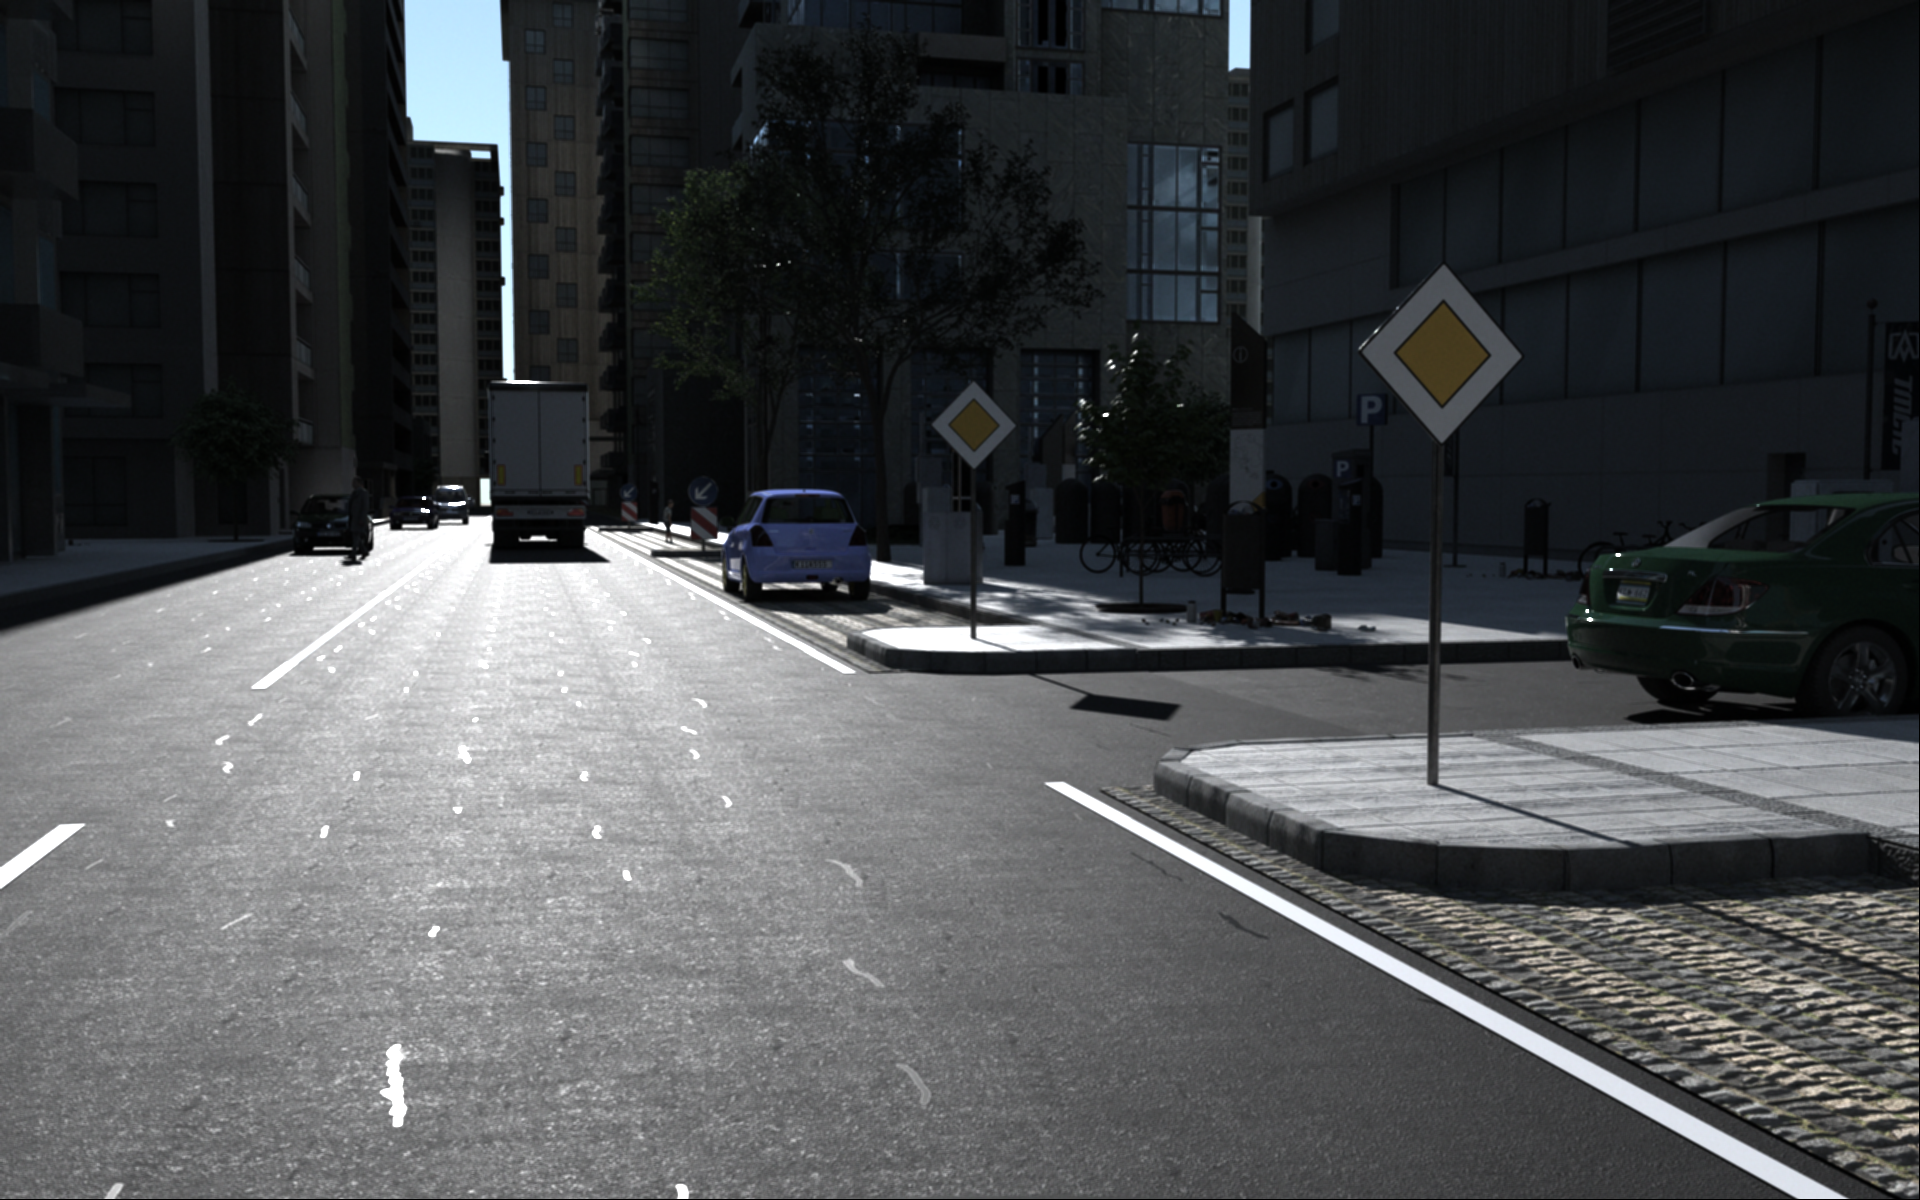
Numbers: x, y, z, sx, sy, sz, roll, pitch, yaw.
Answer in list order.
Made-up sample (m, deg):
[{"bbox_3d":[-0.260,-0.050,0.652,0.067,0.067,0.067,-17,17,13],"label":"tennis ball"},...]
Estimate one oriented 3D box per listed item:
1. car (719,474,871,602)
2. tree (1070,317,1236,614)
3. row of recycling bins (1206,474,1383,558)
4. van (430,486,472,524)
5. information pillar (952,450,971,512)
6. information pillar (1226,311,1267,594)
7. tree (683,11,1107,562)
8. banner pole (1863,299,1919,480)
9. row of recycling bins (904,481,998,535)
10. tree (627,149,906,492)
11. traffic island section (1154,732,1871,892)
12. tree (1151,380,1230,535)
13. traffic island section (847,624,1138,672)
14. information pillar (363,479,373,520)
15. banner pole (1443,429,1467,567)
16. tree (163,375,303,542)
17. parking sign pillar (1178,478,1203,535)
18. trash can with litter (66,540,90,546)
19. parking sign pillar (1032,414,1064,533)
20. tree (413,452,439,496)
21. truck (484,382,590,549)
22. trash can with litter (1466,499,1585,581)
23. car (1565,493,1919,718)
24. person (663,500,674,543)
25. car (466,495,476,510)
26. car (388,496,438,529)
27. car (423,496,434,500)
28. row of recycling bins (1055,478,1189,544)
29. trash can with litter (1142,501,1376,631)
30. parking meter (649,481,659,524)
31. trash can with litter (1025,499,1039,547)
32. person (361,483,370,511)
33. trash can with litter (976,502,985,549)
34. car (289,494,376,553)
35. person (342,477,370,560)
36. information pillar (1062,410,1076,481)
[{"bbox_3d":[-2.370,-0.903,24.352,1.945,1.707,3.694,-1,4,-14],"label":"car"},{"bbox_3d":[1.945,-1.500,19.126,1.663,3.219,1.824,0,3,0],"label":"tree"},{"bbox_3d":[6.792,-1.724,35.293,3.534,1.692,1.069,1,4,8],"label":"row of recycling bins"},{"bbox_3d":[-24.597,-4.682,83.570,2.013,2.044,4.112,-1,4,-15],"label":"van"},{"bbox_3d":[0.065,-1.476,28.625,0.304,2.012,0.304,-2,4,-23],"label":"information pillar"},{"bbox_3d":[3.667,-1.883,22.139,0.504,3.616,0.183,3,4,36],"label":"information pillar"},{"bbox_3d":[-1.398,-6.026,32.942,8.767,10.594,7.601,0,4,4],"label":"tree"},{"bbox_3d":[11.908,-1.970,22.228,0.863,3.779,0.401,1,4,20],"label":"banner pole"},{"bbox_3d":[-0.301,-2.846,53.652,3.534,1.692,1.069,-3,5,-41],"label":"row of recycling bins"},{"bbox_3d":[-5.738,-7.673,51.212,9.928,11.665,9.643,0,3,0],"label":"tree"},{"bbox_3d":[2.105,0.894,7.668,2.009,0.180,2.903,-1,4,-14],"label":"traffic island section"},{"bbox_3d":[6.776,-4.061,50.104,4.285,4.588,4.351,0,3,0],"label":"tree"},{"bbox_3d":[0.137,0.420,15.408,2.009,0.180,2.903,-1,4,-14],"label":"traffic island section"},{"bbox_3d":[-29.294,-4.968,85.725,0.304,2.012,0.304,1,4,17],"label":"information pillar"},{"bbox_3d":[8.590,-2.459,30.225,0.401,3.779,0.863,2,4,35],"label":"banner pole"},{"bbox_3d":[-19.781,-3.871,47.005,4.285,4.588,4.351,0,3,0],"label":"tree"},{"bbox_3d":[6.776,-3.970,53.375,1.447,3.967,1.447,-1,4,-16],"label":"parking sign pillar"},{"bbox_3d":[-22.682,-1.939,42.756,2.233,1.210,1.678,-3,4,-37],"label":"trash can with litter"},{"bbox_3d":[2.927,-4.232,57.661,1.447,3.967,1.447,3,4,36],"label":"parking sign pillar"},{"bbox_3d":[-42.463,-9.297,135.724,4.285,4.588,4.351,0,3,0],"label":"tree"},{"bbox_3d":[-11.989,-3.668,48.882,2.839,4.237,11.283,-1,4,-15],"label":"truck"},{"bbox_3d":[8.871,-0.928,26.235,1.678,1.210,2.233,-1,4,-17],"label":"trash can with litter"},{"bbox_3d":[6.506,0.017,11.528,4.920,1.459,2.131,-1,4,-14],"label":"car"},{"bbox_3d":[-8.563,-2.308,50.913,0.352,1.250,0.332,1,4,11],"label":"person"},{"bbox_3d":[-44.918,-8.834,156.803,2.083,1.381,4.827,-1,4,-16],"label":"car"},{"bbox_3d":[-22.610,-3.619,71.750,1.945,1.354,3.894,-1,4,-13],"label":"car"},{"bbox_3d":[-29.931,-5.245,98.333,1.945,1.354,3.894,-1,4,-13],"label":"car"},{"bbox_3d":[4.260,-2.332,45.241,3.534,1.692,1.069,-1,4,-9],"label":"row of recycling bins"},{"bbox_3d":[2.982,-0.355,16.857,1.678,1.210,2.233,-3,5,-40],"label":"trash can with litter"},{"bbox_3d":[-13.225,-4.229,74.859,0.399,1.863,0.255,-2,4,-24],"label":"parking meter"},{"bbox_3d":[1.711,-1.892,42.320,0.624,1.170,1.055,0,4,-7],"label":"trash can with litter"},{"bbox_3d":[-19.810,-2.991,57.396,0.794,1.824,0.713,-1,4,-13],"label":"person"},{"bbox_3d":[0.315,-1.665,38.612,0.624,1.170,1.055,-1,4,-18],"label":"trash can with litter"},{"bbox_3d":[-15.598,-2.042,43.176,2.009,1.686,4.222,-1,4,-16],"label":"car"},{"bbox_3d":[-13.181,-1.784,37.778,0.694,1.812,0.767,3,4,39],"label":"person"},{"bbox_3d":[3.038,-3.475,48.171,0.183,3.616,0.504,3,5,44],"label":"information pillar"}]
